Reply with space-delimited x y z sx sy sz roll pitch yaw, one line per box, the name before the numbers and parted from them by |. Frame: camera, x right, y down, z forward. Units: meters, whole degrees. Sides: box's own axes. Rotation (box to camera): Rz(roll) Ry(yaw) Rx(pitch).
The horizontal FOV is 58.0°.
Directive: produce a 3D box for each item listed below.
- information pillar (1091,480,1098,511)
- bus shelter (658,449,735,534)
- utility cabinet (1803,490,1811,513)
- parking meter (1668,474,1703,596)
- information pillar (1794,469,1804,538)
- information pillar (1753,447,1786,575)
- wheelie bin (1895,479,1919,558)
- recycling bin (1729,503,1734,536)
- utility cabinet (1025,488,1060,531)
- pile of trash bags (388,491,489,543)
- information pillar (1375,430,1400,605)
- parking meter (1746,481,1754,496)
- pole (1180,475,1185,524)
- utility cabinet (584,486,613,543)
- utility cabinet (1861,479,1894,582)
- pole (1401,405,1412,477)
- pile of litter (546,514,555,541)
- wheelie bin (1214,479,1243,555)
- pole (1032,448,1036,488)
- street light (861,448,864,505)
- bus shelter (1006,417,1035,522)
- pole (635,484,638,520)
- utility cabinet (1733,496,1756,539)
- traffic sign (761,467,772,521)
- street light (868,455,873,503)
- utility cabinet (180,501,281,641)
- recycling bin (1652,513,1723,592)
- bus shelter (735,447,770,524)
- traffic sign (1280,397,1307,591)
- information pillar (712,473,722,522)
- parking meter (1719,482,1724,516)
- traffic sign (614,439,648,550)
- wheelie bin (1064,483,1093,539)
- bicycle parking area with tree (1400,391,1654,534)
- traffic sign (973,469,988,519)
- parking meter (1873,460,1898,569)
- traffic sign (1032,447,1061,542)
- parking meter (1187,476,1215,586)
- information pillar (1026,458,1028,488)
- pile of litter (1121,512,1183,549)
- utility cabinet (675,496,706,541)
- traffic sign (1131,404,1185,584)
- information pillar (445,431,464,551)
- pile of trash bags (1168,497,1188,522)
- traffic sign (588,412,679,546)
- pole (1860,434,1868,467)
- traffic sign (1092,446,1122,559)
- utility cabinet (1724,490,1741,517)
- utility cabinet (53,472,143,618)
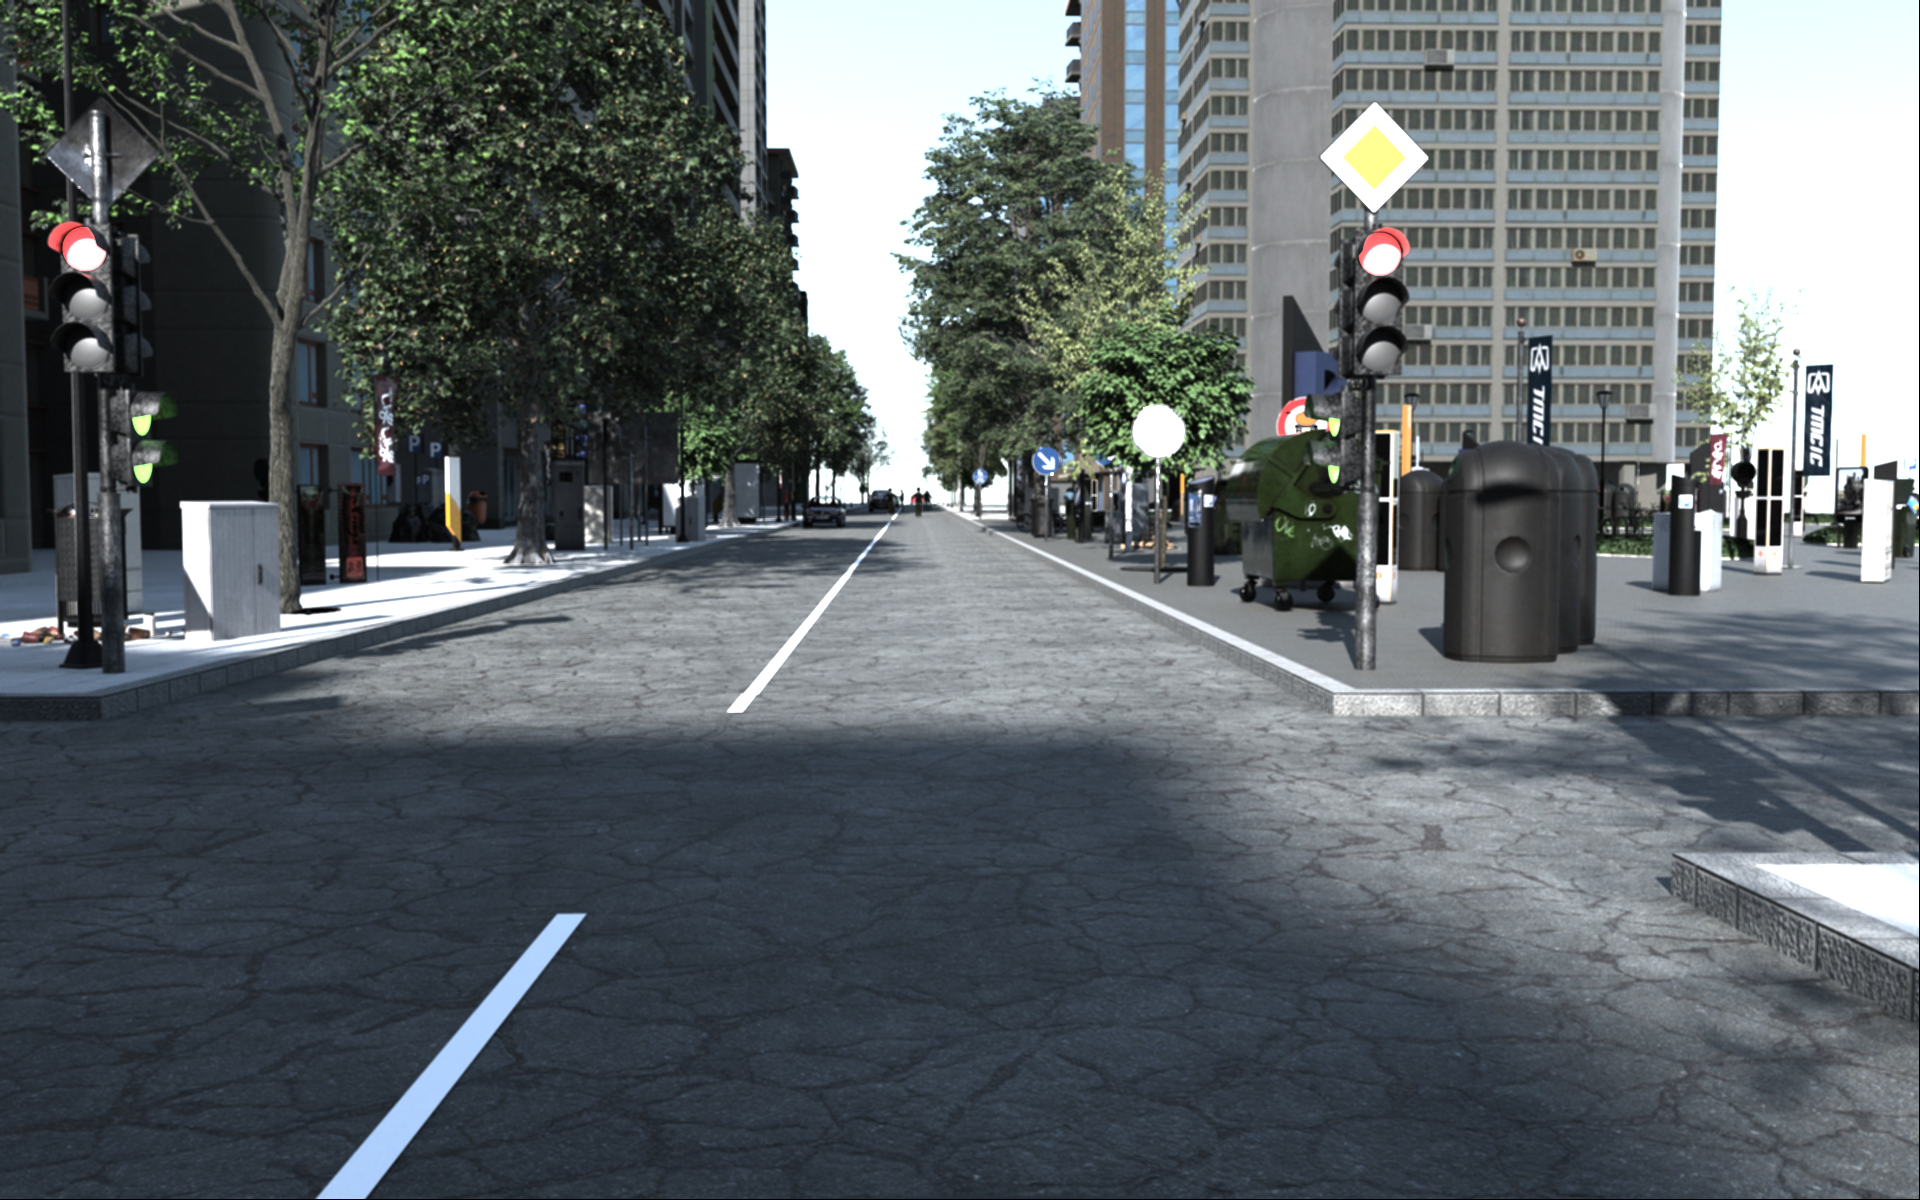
information pillar | 6.859 -5.115 88.121 0.304 2.012 0.304 1 4 16
bus shelter | -8.875 -3.885 57.451 2.014 3.302 5.546 0 4 -1
utility cabinet | 40.882 -4.601 83.909 0.318 1.500 1.173 3 5 44
parking meter | 9.202 -0.829 21.962 0.372 1.533 0.369 0 3 0
information pillar | 24.776 -2.860 51.261 0.304 2.012 0.304 1 4 21
information pillar | 12.817 -1.403 27.426 0.304 2.012 0.304 -1 4 -16
wheelie bin | 19.069 -1.676 35.316 0.693 1.594 0.980 -3 5 -41
recycling bin | 23.082 -2.342 50.842 0.722 1.027 0.722 3 5 43
utility cabinet | 2.816 -3.089 59.181 1.173 1.500 0.318 1 4 15
pile of trash bags | -13.902 -2.286 47.130 1.912 1.369 3.447 1 4 16
information pillar | 4.917 -0.958 20.149 0.304 2.012 0.304 2 4 28
parking meter | 32.435 -4.005 71.187 0.255 1.863 0.399 1 4 9
pole | 9.600 -4.944 74.684 0.158 3.312 0.155 0 3 0
utility cabinet | -9.618 -2.218 44.936 1.173 1.500 0.318 0 4 -6
utility cabinet | 13.467 -1.022 25.391 0.318 1.500 1.173 2 4 33
pole | 10.219 -2.804 39.693 0.158 3.312 0.155 0 3 0
pile of litter | -11.603 -2.087 48.082 1.719 0.858 1.176 1 4 23
wheelie bin | 5.708 -1.755 36.609 0.980 1.594 0.693 -2 4 -30
pole | 3.145 -4.845 73.065 0.158 3.312 0.155 0 3 0
street light | -10.302 -12.237 172.609 1.470 5.913 1.316 0 4 -2
bus shelter | 3.199 -6.424 82.671 2.179 5.291 8.768 0 4 -1
pole | -16.125 -5.668 86.521 0.158 3.312 0.155 0 3 0
utility cabinet | 21.827 -2.229 47.604 1.020 1.237 0.306 0 4 -2
traffic sign | -9.186 -4.949 81.028 0.768 2.556 0.104 0 4 0
street light | -11.081 -14.263 205.735 1.470 5.913 1.316 0 4 -2
utility cabinet | -6.525 -0.269 15.555 0.306 1.237 1.020 1 4 12
recycling bin | 9.680 -0.642 23.047 0.722 1.027 0.722 3 4 36
bus shelter | -9.457 -5.100 77.302 2.014 3.302 5.546 0 4 -2
traffic sign | 4.540 -1.389 22.812 0.768 2.556 0.104 0 4 2
information pillar | -11.098 -5.364 79.053 0.504 3.616 0.183 3 4 39
parking meter | 36.106 -4.690 82.397 0.399 1.863 0.255 -1 4 -11
traffic sign | -7.595 -2.439 39.981 0.768 2.556 0.104 0 4 0
wheelie bin | 3.344 -2.527 49.225 0.693 1.594 0.980 2 4 26
bicycle parking area with tree | 15.358 -3.781 48.823 8.231 4.147 9.016 2 4 26
traffic sign | 1.027 -5.354 87.651 0.768 2.556 0.104 0 4 0
parking meter | 15.819 -1.467 29.689 0.399 1.863 0.255 2 4 26
traffic sign | 2.330 -2.853 46.747 0.768 2.556 0.104 0 4 0
parking meter | 3.371 -0.967 24.226 0.372 1.533 0.369 0 3 0
information pillar | 2.937 -5.096 74.680 0.183 3.616 0.504 -1 4 -9
pile of litter | 4.494 -1.637 40.726 1.176 0.858 1.719 -2 4 -24
utility cabinet | -7.368 -2.210 47.297 1.020 1.237 0.306 3 5 44
traffic sign | 2.825 -1.507 24.751 0.768 2.556 0.104 0 4 1
information pillar | -11.325 -2.895 38.695 0.183 3.616 0.504 1 4 16
pile of trash bags | 10.689 -4.213 78.640 1.912 1.369 3.447 0 4 -6
traffic sign | -8.098 -3.000 42.930 2.265 3.308 0.079 0 4 4
pole | 30.493 -3.954 58.492 0.158 3.312 0.155 0 3 0
traffic sign | 3.007 -2.098 34.409 0.768 2.556 0.104 0 4 6
utility cabinet | 37.441 -4.582 83.600 1.173 1.500 0.318 0 4 -3
utility cabinet | -9.013 -0.577 18.117 0.318 1.500 1.173 0 4 2
